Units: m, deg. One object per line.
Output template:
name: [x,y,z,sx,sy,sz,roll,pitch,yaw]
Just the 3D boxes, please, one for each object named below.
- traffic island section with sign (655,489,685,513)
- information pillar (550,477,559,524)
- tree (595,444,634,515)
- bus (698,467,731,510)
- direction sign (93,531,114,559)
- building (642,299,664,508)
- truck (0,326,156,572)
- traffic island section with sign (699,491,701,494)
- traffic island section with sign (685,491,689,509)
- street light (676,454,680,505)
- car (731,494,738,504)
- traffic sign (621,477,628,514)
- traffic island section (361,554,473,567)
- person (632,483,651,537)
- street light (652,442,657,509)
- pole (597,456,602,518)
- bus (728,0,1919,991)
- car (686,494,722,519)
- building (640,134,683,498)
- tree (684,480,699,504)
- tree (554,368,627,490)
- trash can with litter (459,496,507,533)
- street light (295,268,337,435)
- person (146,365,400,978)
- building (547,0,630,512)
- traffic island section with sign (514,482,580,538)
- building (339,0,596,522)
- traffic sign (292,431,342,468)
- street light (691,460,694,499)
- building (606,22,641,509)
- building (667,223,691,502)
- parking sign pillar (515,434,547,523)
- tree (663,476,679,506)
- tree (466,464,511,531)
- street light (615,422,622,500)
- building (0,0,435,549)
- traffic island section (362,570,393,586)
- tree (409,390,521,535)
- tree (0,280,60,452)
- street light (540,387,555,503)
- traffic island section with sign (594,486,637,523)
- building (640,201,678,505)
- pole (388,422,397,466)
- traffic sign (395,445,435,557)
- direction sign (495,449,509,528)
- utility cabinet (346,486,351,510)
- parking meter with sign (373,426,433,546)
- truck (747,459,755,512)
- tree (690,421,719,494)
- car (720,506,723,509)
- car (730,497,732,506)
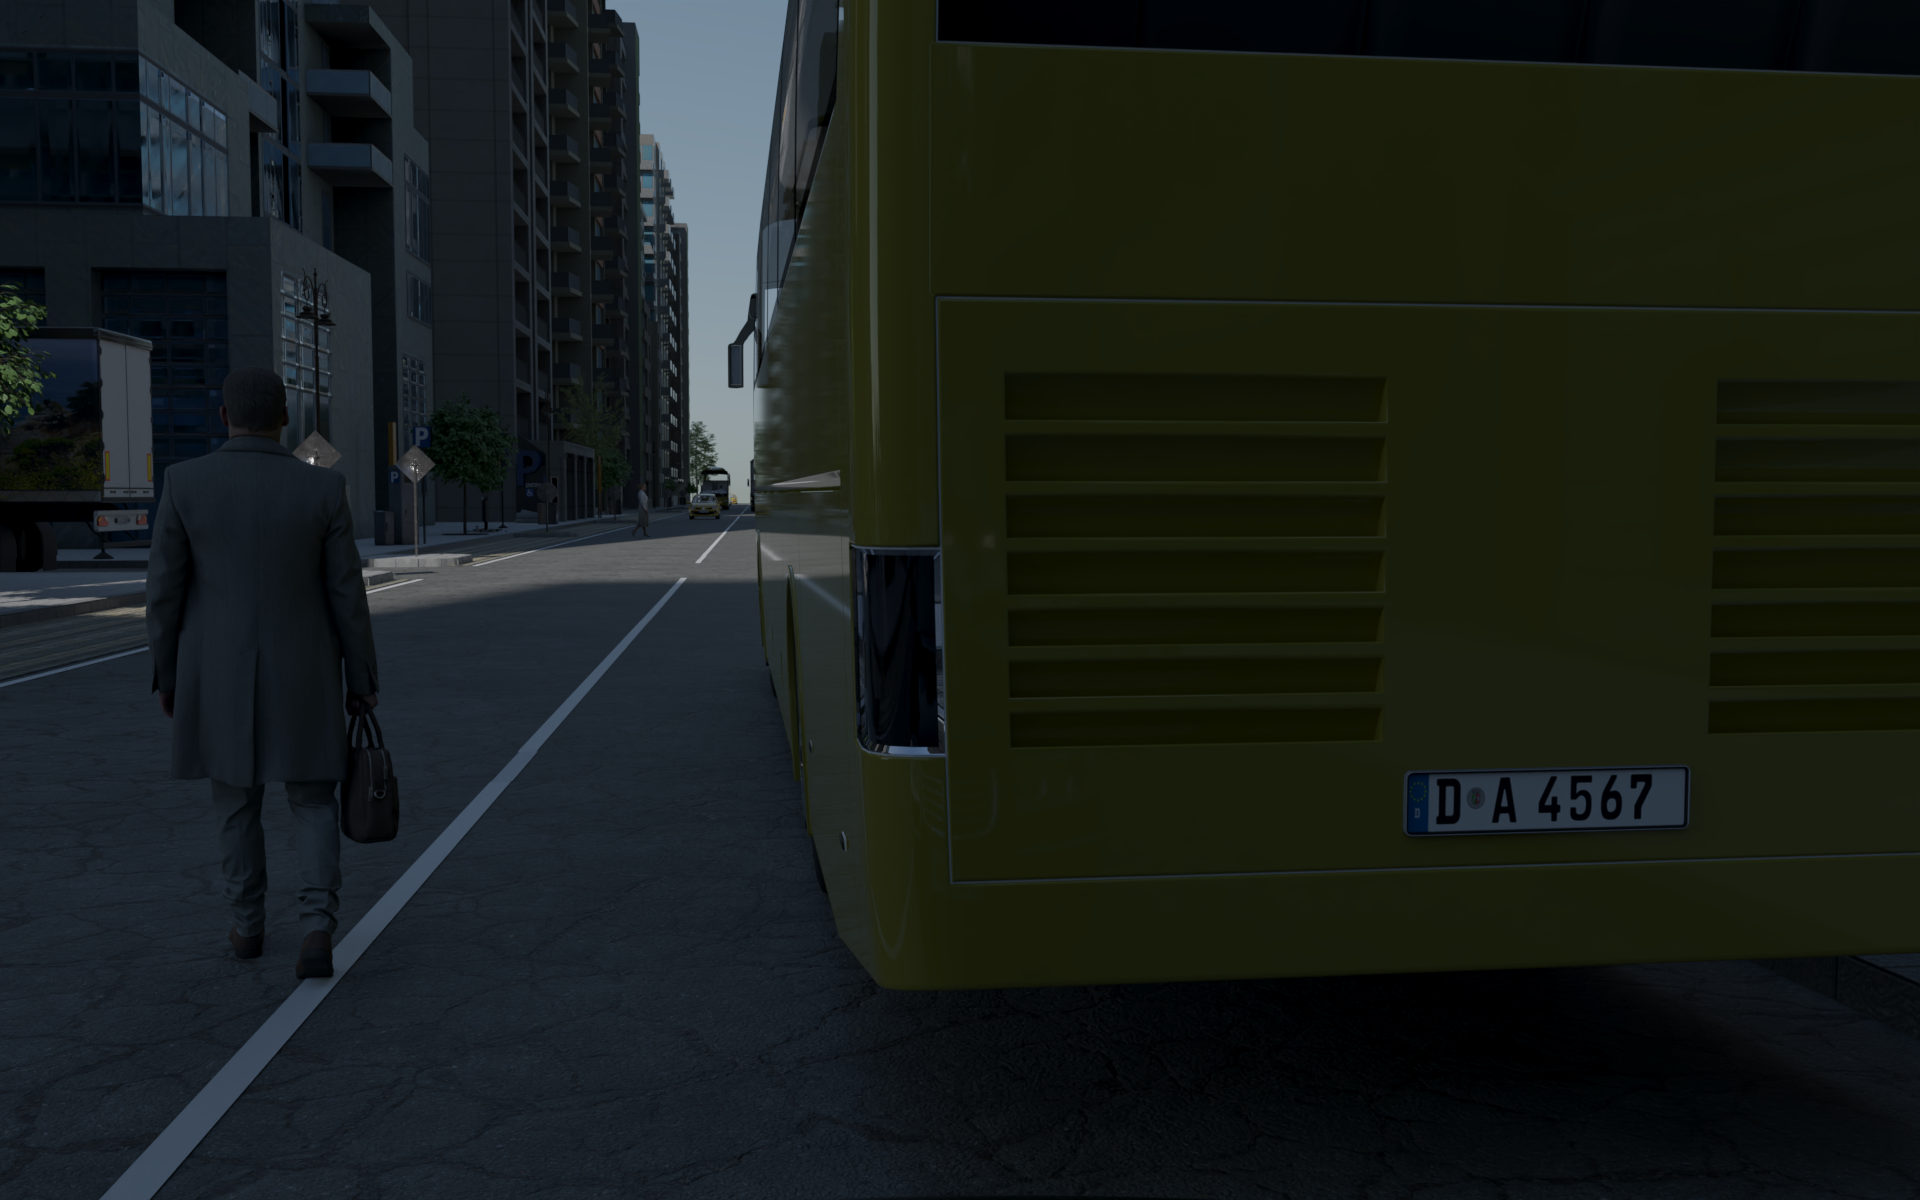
traffic island section with sign: [-22.636,-7.699,134.503,1.989,1.847,2.006,0,4,-7]
information pillar: [-17.208,-4.221,73.507,0.304,2.012,0.304,-1,4,-17]
tree: [-21.797,-7.528,106.789,4.285,4.588,4.351,0,3,0]
bus: [-22.619,-10.332,160.473,2.896,3.916,12.252,0,4,-7]
direction sign: [-16.934,-2.577,34.131,0.876,3.537,0.379,-3,4,-38]
building: [-43.322,-19.652,166.342,27.650,21.520,28.899,0,4,-7]
truck: [-20.079,-2.496,29.726,11.283,4.237,2.839,0,4,-5]
traffic island section with sign: [-35.236,-14.350,243.250,1.989,1.847,2.006,0,4,-7]
traffic island section with sign: [-25.732,-9.337,161.281,1.989,1.847,2.006,0,4,-7]
street light: [-31.632,-13.551,194.346,0.468,5.910,1.993,0,4,-7]
car: [-31.975,-14.173,241.951,2.015,1.641,3.980,0,4,-6]
traffic sign: [-21.507,-6.727,110.092,0.768,2.556,0.104,0,4,-1]
traffic island section: [-11.152,-0.807,35.469,2.009,0.180,2.903,0,4,-7]
person: [-10.647,-2.999,57.756,0.641,1.798,0.478,0,4,7]
street light: [-26.528,-10.849,150.168,0.468,5.910,1.993,0,4,-7]
pole: [-19.276,-6.040,92.602,0.158,3.312,0.155,0,3,0]
bus: [0.250,-1.076,9.147,2.896,3.916,12.252,0,4,-8]
car: [-14.614,-5.439,99.154,2.015,1.641,3.980,0,4,-6]
building: [-49.426,-37.364,230.504,23.786,49.044,30.456,0,4,-7]
tree: [-35.463,-14.183,226.485,1.663,3.219,1.824,0,3,0]
tree: [-21.763,-9.297,102.366,4.737,8.622,4.395,0,3,0]
trash can with litter: [-16.084,-2.882,58.174,1.678,1.210,2.233,-1,4,-9]
street light: [-13.172,-3.839,35.551,0.468,5.910,1.993,0,4,-7]
person: [-2.074,0.205,5.244,0.694,1.812,0.767,-1,4,-19]
building: [-35.509,-28.658,123.175,22.147,44.769,28.867,0,4,-7]
traffic island section with sign: [-13.746,-3.002,57.714,1.989,1.847,2.006,0,4,-7]
building: [-29.474,-39.649,86.509,20.563,71.187,20.611,0,4,-7]
traffic sign: [-10.211,-1.458,27.478,0.795,2.450,0.064,0,4,-7]
street light: [-35.990,-15.916,233.007,0.468,5.910,1.993,0,4,-7]
building: [-34.201,-28.221,145.013,14.154,41.232,14.086,0,4,-7]
building: [-46.957,-34.851,253.405,14.154,41.232,14.086,0,4,-7]
parking sign pillar: [-19.081,-5.420,77.085,1.447,3.967,1.447,1,4,10]
tree: [-31.437,-11.774,187.107,1.663,3.219,1.824,0,3,0]
tree: [-16.469,-4.041,60.677,1.663,3.219,1.824,0,3,0]
street light: [-22.026,-8.485,111.523,0.468,5.910,1.993,0,4,-7]
building: [-28.891,-45.228,52.142,22.319,86.520,31.000,0,4,-7]
traffic island section: [-10.234,-0.321,27.537,2.009,0.180,2.903,0,4,-7]
tree: [-15.522,-4.320,54.342,4.285,4.588,4.351,0,3,0]
tree: [-11.546,-2.126,18.480,4.285,4.588,4.351,0,3,0]
street light: [-17.780,-6.243,74.865,0.468,5.910,1.993,0,4,-7]
traffic island section with sign: [-16.891,-4.671,84.999,1.989,1.847,2.006,0,4,-7]
building: [-49.814,-31.279,203.296,32.217,40.220,23.993,0,4,-7]
pole: [-16.139,-3.392,49.306,0.158,3.312,0.155,0,3,0]
traffic sign: [-11.130,-1.943,35.410,0.795,2.450,0.064,0,4,-7]
direction sign: [-17.135,-4.455,64.833,0.379,3.537,0.876,1,4,17]
utility cabinet: [-14.513,-1.919,40.051,0.318,1.500,1.173,1,4,10]
parking meter with sign: [-14.084,-2.904,43.738,0.543,3.016,1.738,1,4,21]
truck: [-15.988,-9.404,142.667,2.839,4.237,11.283,-1,4,-8]
tree: [-40.910,-21.411,268.203,7.486,12.596,7.792,0,3,0]
car: [-24.190,-9.752,172.020,1.945,1.354,3.894,0,4,-5]
car: [-28.529,-12.267,209.363,1.959,1.807,4.718,0,4,-8]
